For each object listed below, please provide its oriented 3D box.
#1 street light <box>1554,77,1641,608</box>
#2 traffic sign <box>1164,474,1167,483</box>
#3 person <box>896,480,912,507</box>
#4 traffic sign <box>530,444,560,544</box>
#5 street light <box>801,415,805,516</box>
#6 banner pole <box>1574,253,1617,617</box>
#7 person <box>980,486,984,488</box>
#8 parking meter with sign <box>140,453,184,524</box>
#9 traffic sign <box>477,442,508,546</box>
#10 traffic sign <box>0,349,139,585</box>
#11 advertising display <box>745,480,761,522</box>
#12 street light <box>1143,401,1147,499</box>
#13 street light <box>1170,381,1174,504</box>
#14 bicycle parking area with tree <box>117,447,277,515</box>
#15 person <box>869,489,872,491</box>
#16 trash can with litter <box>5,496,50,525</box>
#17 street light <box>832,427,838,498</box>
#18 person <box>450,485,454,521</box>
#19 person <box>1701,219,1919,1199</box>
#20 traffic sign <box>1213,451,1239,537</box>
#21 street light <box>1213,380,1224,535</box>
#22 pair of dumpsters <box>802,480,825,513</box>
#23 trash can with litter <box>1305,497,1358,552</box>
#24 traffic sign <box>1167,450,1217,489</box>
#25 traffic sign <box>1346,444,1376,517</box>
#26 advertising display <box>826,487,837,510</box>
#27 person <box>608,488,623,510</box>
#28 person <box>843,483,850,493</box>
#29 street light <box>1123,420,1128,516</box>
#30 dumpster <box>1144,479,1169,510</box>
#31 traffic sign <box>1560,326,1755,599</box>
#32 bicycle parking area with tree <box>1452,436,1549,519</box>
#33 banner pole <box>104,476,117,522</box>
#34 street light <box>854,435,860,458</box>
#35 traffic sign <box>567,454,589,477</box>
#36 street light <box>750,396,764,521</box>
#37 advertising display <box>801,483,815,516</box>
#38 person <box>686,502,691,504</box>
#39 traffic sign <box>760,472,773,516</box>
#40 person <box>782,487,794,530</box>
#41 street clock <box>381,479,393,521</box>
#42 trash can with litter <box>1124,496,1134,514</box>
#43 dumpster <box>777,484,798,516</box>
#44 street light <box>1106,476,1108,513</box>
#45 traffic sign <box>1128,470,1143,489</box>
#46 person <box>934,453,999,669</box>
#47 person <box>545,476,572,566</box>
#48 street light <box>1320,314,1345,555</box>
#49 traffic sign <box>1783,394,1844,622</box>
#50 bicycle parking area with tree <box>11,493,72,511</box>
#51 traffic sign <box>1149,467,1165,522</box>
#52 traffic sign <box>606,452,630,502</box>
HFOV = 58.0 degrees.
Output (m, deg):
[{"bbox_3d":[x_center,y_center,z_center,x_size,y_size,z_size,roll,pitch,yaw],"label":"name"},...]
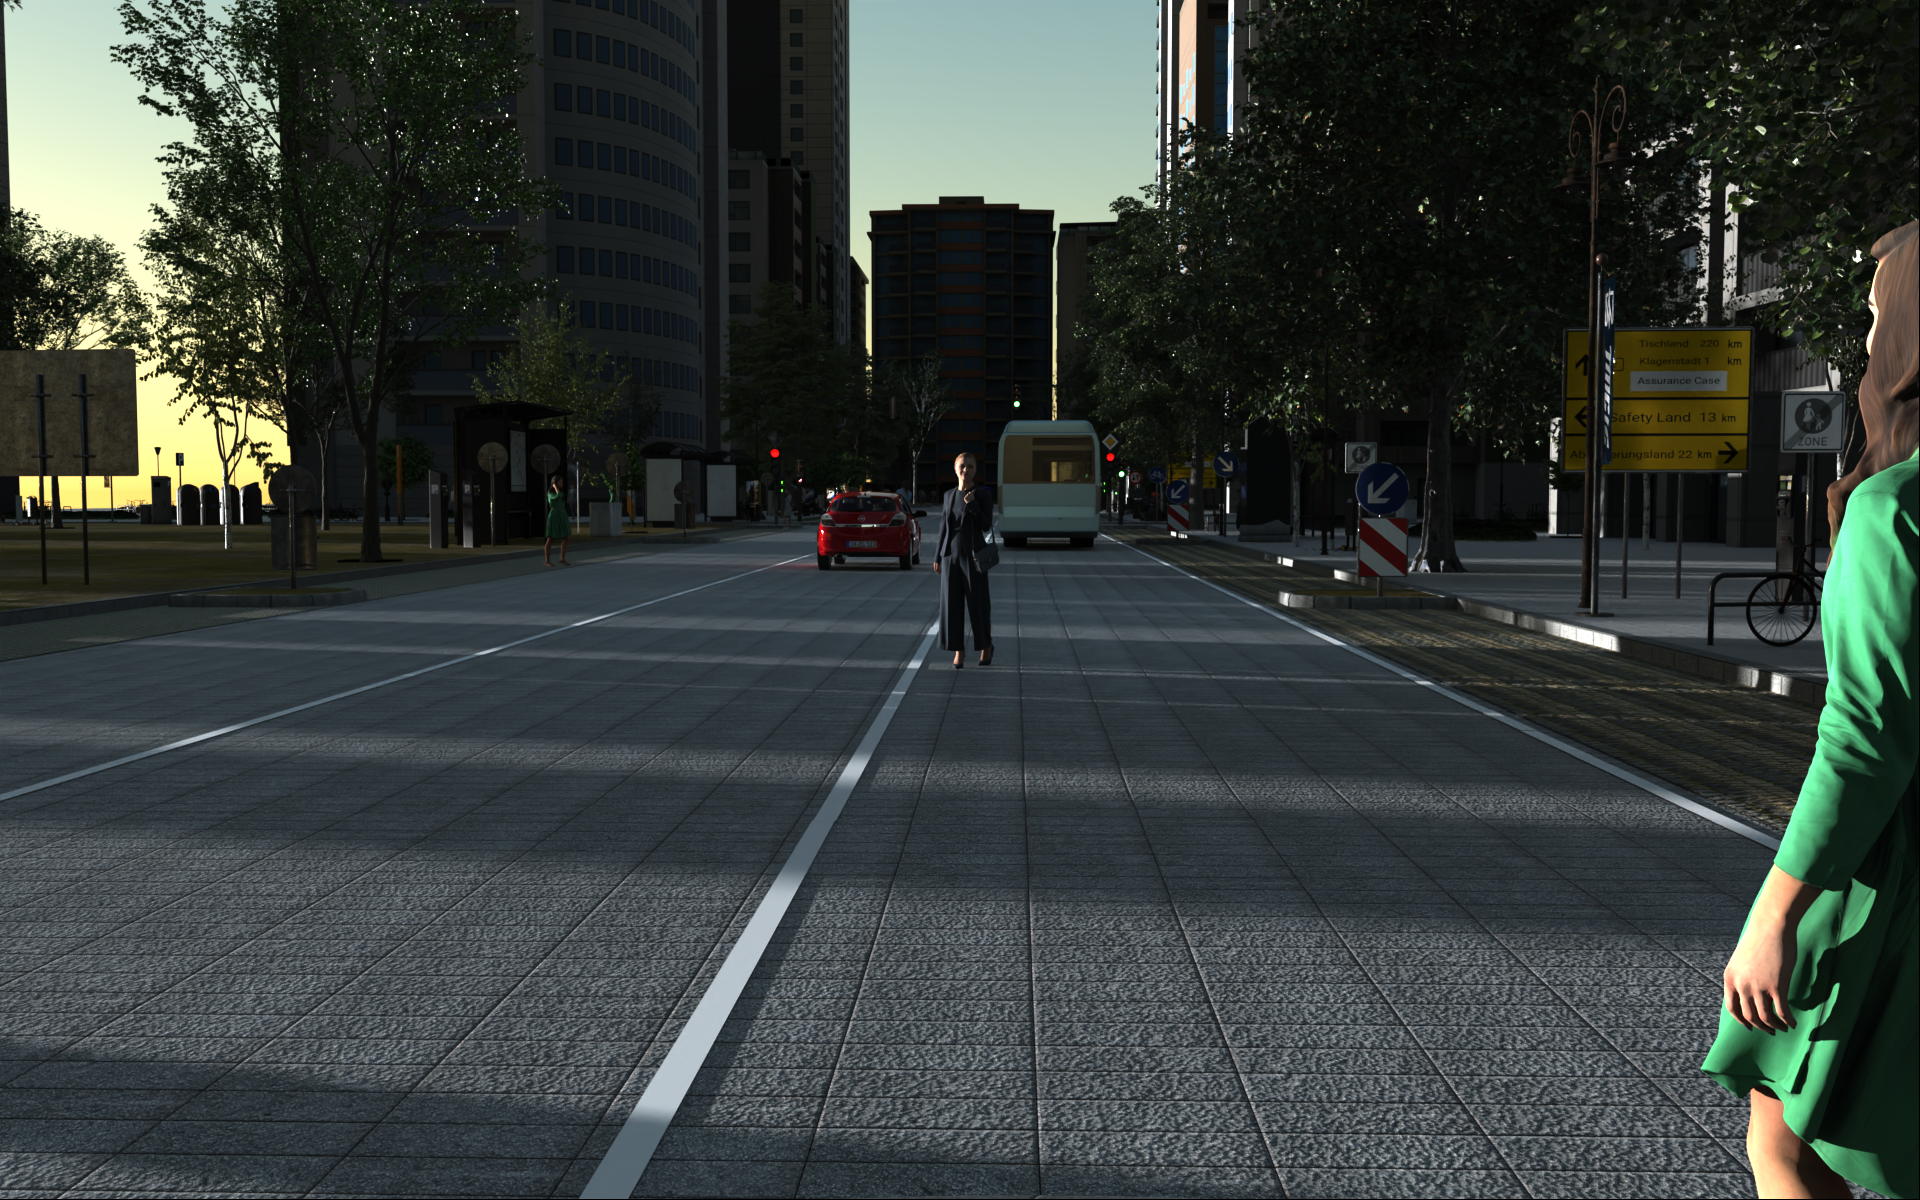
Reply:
[{"bbox_3d":[7.067,-2.849,19.366,0.468,5.910,1.993,0,4,2],"label":"street light"},{"bbox_3d":[12.073,-6.339,103.756,0.768,2.556,0.104,0,4,6],"label":"traffic sign"},{"bbox_3d":[-1.472,-2.188,44.533,0.793,1.790,0.793,1,4,11],"label":"person"},{"bbox_3d":[-10.585,-2.698,44.218,0.768,2.556,0.104,0,4,2],"label":"traffic sign"},{"bbox_3d":[-8.934,-7.717,98.957,0.468,5.910,1.993,0,4,2],"label":"street light"},{"bbox_3d":[6.643,-1.705,17.891,0.401,3.779,0.863,1,4,8],"label":"banner pole"},{"bbox_3d":[1.008,-4.548,82.967,0.850,1.850,0.679,-2,4,-28],"label":"person"},{"bbox_3d":[-33.746,-4.704,73.166,1.738,3.016,0.543,0,4,1],"label":"parking meter with sign"},{"bbox_3d":[-11.422,-2.582,42.325,0.768,2.556,0.104,0,4,6],"label":"traffic sign"},{"bbox_3d":[-12.670,-1.870,24.441,2.265,3.308,0.079,0,4,7],"label":"traffic sign"},{"bbox_3d":[-9.540,-4.568,79.904,0.974,1.923,0.123,3,5,44],"label":"advertising display"},{"bbox_3d":[9.167,-6.883,85.324,0.468,5.910,1.993,0,4,2],"label":"street light"},{"bbox_3d":[8.686,-6.020,71.215,0.468,5.910,1.993,0,4,2],"label":"street light"},{"bbox_3d":[-47.554,-7.392,107.864,8.231,4.147,9.016,-3,5,-44],"label":"bicycle parking area with tree"},{"bbox_3d":[-6.410,-6.603,116.675,1.509,1.804,0.699,2,4,24],"label":"person"},{"bbox_3d":[-39.183,-3.779,72.836,2.233,1.210,1.678,2,4,24],"label":"trash can with litter"},{"bbox_3d":[-8.396,-8.763,116.055,0.468,5.910,1.993,0,4,2],"label":"street light"},{"bbox_3d":[-23.781,-4.615,82.165,0.598,1.740,0.731,1,4,18],"label":"person"},{"bbox_3d":[1.291,0.397,2.258,0.600,1.795,0.529,-3,4,-38],"label":"person"},{"bbox_3d":[7.919,-3.154,51.682,0.768,2.556,0.104,0,4,8],"label":"traffic sign"},{"bbox_3d":[8.109,-4.940,53.562,0.468,5.910,1.993,0,4,2],"label":"street light"},{"bbox_3d":[-9.967,-6.877,114.926,1.574,2.255,4.437,0,4,2],"label":"pair of dumpsters"},{"bbox_3d":[8.789,-1.702,38.883,1.678,1.210,2.233,0,4,-3],"label":"trash can with litter"},{"bbox_3d":[10.600,-5.220,79.218,2.265,3.308,0.079,0,4,7],"label":"traffic sign"},{"bbox_3d":[7.950,-1.974,34.400,0.606,2.300,0.079,0,4,3],"label":"traffic sign"},{"bbox_3d":[-9.300,-7.353,125.440,0.974,1.923,0.123,3,5,41],"label":"advertising display"},{"bbox_3d":[-13.734,-3.831,68.922,0.600,1.795,0.529,-3,5,-42],"label":"person"},{"bbox_3d":[-3.872,-3.048,58.604,0.520,1.790,0.573,1,4,10],"label":"person"},{"bbox_3d":[9.686,-7.929,102.423,0.468,5.910,1.993,0,4,2],"label":"street light"},{"bbox_3d":[10.820,-5.672,95.237,1.502,2.255,1.985,0,4,2],"label":"dumpster"},{"bbox_3d":[8.494,-1.670,21.178,2.265,3.308,0.079,0,4,4],"label":"traffic sign"},{"bbox_3d":[23.517,-4.869,66.607,9.016,4.147,8.231,-3,5,-42],"label":"bicycle parking area with tree"},{"bbox_3d":[-39.819,-5.565,81.009,0.863,3.779,0.401,2,4,35],"label":"banner pole"},{"bbox_3d":[-7.893,-9.808,133.153,0.468,5.910,1.993,0,4,2],"label":"street light"},{"bbox_3d":[-12.537,-3.493,56.843,0.795,2.593,0.064,1,4,11],"label":"traffic sign"},{"bbox_3d":[-9.547,-6.647,81.463,0.468,5.910,1.993,0,4,2],"label":"street light"},{"bbox_3d":[-8.944,-5.871,101.203,0.974,1.923,0.123,-2,4,-31],"label":"advertising display"},{"bbox_3d":[-16.198,-5.924,102.857,0.822,1.834,0.622,-3,5,-41],"label":"person"},{"bbox_3d":[-11.243,-6.160,100.815,0.768,2.556,0.104,0,4,3],"label":"traffic sign"},{"bbox_3d":[-6.895,-3.674,69.573,0.522,1.701,0.512,0,4,-3],"label":"person"},{"bbox_3d":[-26.813,-4.678,81.055,0.471,2.002,0.358,-3,4,-38],"label":"street clock"},{"bbox_3d":[11.192,-6.022,109.511,2.233,1.210,1.678,0,4,-1],"label":"trash can with litter"},{"bbox_3d":[-10.096,-5.876,101.823,1.264,1.857,1.865,0,4,2],"label":"dumpster"},{"bbox_3d":[10.219,-8.994,119.846,0.468,5.910,1.993,0,4,2],"label":"street light"},{"bbox_3d":[9.389,-5.661,92.670,0.768,2.556,0.104,0,4,4],"label":"traffic sign"},{"bbox_3d":[0.043,-0.334,14.378,0.576,1.772,0.534,1,4,10],"label":"person"},{"bbox_3d":[-7.968,-1.560,34.256,0.529,1.795,0.600,1,4,13],"label":"person"},{"bbox_3d":[7.709,-3.894,36.460,0.468,5.910,1.993,0,4,2],"label":"street light"},{"bbox_3d":[8.505,-0.931,17.347,0.606,2.300,0.079,0,4,4],"label":"traffic sign"},{"bbox_3d":[-52.858,-6.548,94.067,8.231,4.147,9.016,-2,4,-26],"label":"bicycle parking area with tree"},{"bbox_3d":[9.121,-4.896,80.163,0.768,2.556,0.104,1,4,8],"label":"traffic sign"},{"bbox_3d":[-10.456,-3.230,52.920,0.768,2.556,0.104,1,4,10],"label":"traffic sign"}]
